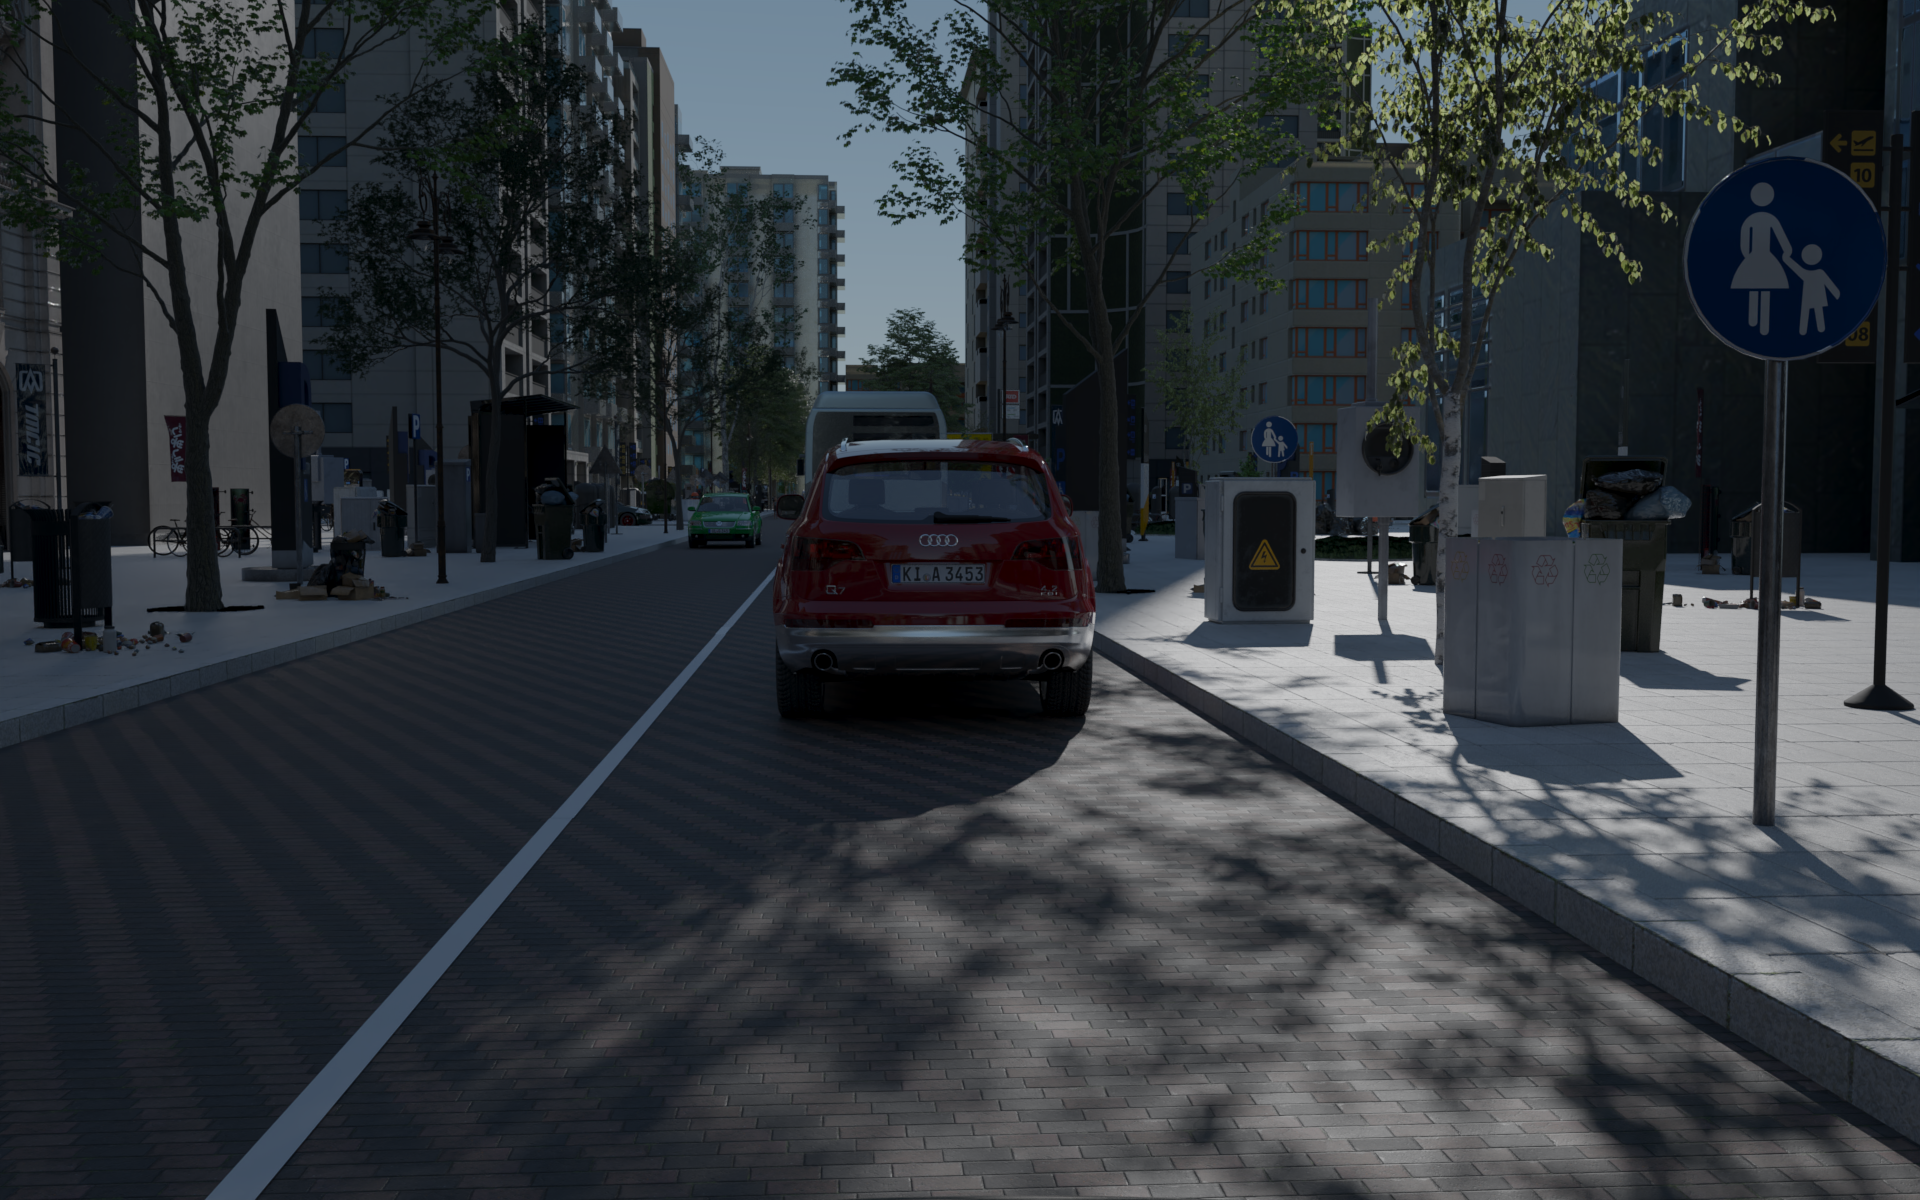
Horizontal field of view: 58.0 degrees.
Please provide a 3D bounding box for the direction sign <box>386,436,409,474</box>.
[{"bbox_3d":[-21.734,-4.588,67.005,0.876,3.537,0.379,0,4,3],"label":"direction sign"}]

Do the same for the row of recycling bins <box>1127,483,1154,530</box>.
[{"bbox_3d":[5.130,-3.333,61.609,3.534,1.692,1.069,-3,4,-36],"label":"row of recycling bins"}]

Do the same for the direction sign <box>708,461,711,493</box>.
[{"bbox_3d":[-17.133,-7.743,118.592,0.379,3.537,0.876,0,4,8],"label":"direction sign"}]

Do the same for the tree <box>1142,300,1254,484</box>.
[{"bbox_3d":[9.065,-7.108,66.578,4.737,8.622,4.395,0,3,0],"label":"tree"}]

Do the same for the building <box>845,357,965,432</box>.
[{"bbox_3d":[-2.704,-25.405,260.405,28.899,21.520,27.650,0,4,-4],"label":"building"}]

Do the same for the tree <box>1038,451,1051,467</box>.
[{"bbox_3d":[3.605,-5.145,78.724,1.663,3.219,1.824,0,3,0],"label":"tree"}]

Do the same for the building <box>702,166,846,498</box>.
[{"bbox_3d":[-32.174,-38.894,255.518,30.456,49.044,23.786,0,4,-4],"label":"building"}]

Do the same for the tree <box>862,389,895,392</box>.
[{"bbox_3d":[-5.846,-12.654,141.301,8.767,10.594,7.601,0,4,3],"label":"tree"}]

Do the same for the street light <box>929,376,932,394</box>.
[{"bbox_3d":[-1.143,-5.827,68.065,0.468,5.910,1.993,0,4,-4],"label":"street light"}]

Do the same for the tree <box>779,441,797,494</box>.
[{"bbox_3d":[-18.594,-14.266,183.618,4.737,8.622,4.395,0,3,0],"label":"tree"}]

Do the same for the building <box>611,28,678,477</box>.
[{"bbox_3d":[-35.649,-31.857,170.969,14.600,45.320,14.200,0,4,-4],"label":"building"}]

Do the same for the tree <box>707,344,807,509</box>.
[{"bbox_3d":[-15.293,-13.002,130.709,7.486,12.596,7.792,0,3,0],"label":"tree"}]

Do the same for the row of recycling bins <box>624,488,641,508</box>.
[{"bbox_3d":[-22.426,-6.749,117.456,1.069,1.692,3.534,-1,4,-22],"label":"row of recycling bins"}]

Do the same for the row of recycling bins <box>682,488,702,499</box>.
[{"bbox_3d":[-18.965,-7.075,122.786,1.069,1.692,3.534,1,4,13],"label":"row of recycling bins"}]

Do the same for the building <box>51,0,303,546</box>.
[{"bbox_3d":[-32.341,-15.576,48.171,24.014,27.812,14.314,0,4,-4],"label":"building"}]

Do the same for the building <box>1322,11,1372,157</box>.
[{"bbox_3d":[50.687,-50.222,259.376,20.611,71.187,20.563,0,4,-4],"label":"building"}]

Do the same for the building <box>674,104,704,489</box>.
[{"bbox_3d":[-46.622,-35.582,201.371,30.456,49.044,23.786,0,4,-4],"label":"building"}]

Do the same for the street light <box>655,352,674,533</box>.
[{"bbox_3d":[-9.606,-5.113,56.385,0.468,5.910,1.993,0,4,-4],"label":"street light"}]

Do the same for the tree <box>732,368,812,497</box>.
[{"bbox_3d":[-18.381,-16.125,170.299,9.857,13.997,8.962,0,3,0],"label":"tree"}]

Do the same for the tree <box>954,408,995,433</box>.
[{"bbox_3d":[1.281,-11.902,144.965,4.360,8.622,3.978,0,3,0],"label":"tree"}]

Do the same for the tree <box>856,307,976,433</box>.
[{"bbox_3d":[-2.743,-11.471,105.680,7.486,12.596,7.792,0,3,0],"label":"tree"}]

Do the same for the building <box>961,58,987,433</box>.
[{"bbox_3d":[14.872,-37.583,203.718,28.713,52.752,27.495,0,4,-4],"label":"building"}]

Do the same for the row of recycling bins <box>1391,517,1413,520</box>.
[{"bbox_3d":[21.119,-4.741,84.628,3.534,1.692,1.069,-3,5,-40],"label":"row of recycling bins"}]

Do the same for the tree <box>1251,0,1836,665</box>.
[{"bbox_3d":[3.876,-3.824,12.891,4.360,8.622,3.978,0,3,0],"label":"tree"}]

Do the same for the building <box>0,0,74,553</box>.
[{"bbox_3d":[-25.647,-11.353,27.418,13.314,21.916,24.055,0,4,-4],"label":"building"}]

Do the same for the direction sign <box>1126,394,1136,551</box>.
[{"bbox_3d":[3.685,-2.884,39.149,0.379,3.537,0.876,3,5,43],"label":"direction sign"}]

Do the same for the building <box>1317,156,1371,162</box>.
[{"bbox_3d":[41.633,-32.268,211.175,14.086,41.232,14.154,0,4,-4],"label":"building"}]

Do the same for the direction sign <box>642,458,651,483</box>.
[{"bbox_3d":[-19.679,-7.166,109.166,0.379,3.537,0.876,-2,4,-35],"label":"direction sign"}]

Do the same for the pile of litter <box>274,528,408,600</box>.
[{"bbox_3d":[-7.605,-0.443,21.209,1.719,0.858,1.176,2,4,31],"label":"pile of litter"}]

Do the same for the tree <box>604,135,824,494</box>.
[{"bbox_3d":[-14.027,-14.594,94.499,12.611,20.169,13.585,0,3,0],"label":"tree"}]

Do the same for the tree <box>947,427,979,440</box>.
[{"bbox_3d":[0.204,-3.381,49.886,1.663,3.219,1.824,0,3,0],"label":"tree"}]

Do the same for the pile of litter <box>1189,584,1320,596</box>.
[{"bbox_3d":[3.757,-0.514,22.365,1.176,0.858,1.719,-2,4,-33],"label":"pile of litter"}]

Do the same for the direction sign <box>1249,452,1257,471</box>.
[{"bbox_3d":[15.737,-6.192,93.237,0.379,3.537,0.876,-2,4,-24],"label":"direction sign"}]

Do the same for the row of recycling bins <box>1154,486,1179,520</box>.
[{"bbox_3d":[10.558,-4.933,87.770,3.534,1.692,1.069,1,4,10],"label":"row of recycling bins"}]

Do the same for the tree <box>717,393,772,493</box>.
[{"bbox_3d":[-14.966,-10.500,122.036,4.360,8.622,3.978,0,3,0],"label":"tree"}]

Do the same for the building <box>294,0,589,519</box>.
[{"bbox_3d":[-32.316,-40.317,97.437,20.563,71.187,20.611,0,4,-4],"label":"building"}]

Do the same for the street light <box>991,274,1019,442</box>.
[{"bbox_3d":[0.939,-3.900,36.549,0.468,5.910,1.993,0,4,-4],"label":"street light"}]

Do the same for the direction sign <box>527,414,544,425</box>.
[{"bbox_3d":[-12.060,-3.462,48.596,0.876,3.537,0.379,-3,5,-40],"label":"direction sign"}]

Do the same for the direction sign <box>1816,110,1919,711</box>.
[{"bbox_3d":[5.536,-1.121,10.330,0.876,3.537,0.379,0,4,-2],"label":"direction sign"}]

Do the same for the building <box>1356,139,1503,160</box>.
[{"bbox_3d":[56.772,-34.443,213.253,14.200,45.320,14.600,0,4,-4],"label":"building"}]

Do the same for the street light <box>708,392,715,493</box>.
[{"bbox_3d":[-10.995,-6.353,76.664,0.468,5.910,1.993,0,4,-4],"label":"street light"}]

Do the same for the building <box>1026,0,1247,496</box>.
[{"bbox_3d":[14.045,-42.295,129.780,20.563,71.187,20.611,0,4,-4],"label":"building"}]

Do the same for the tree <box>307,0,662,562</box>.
[{"bbox_3d":[-8.544,-5.988,32.318,7.601,10.594,8.767,-1,4,-9],"label":"tree"}]

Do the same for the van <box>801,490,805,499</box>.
[{"bbox_3d":[-13.636,-9.159,156.753,2.013,2.044,4.112,0,4,-4],"label":"van"}]

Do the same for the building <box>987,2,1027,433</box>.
[{"bbox_3d":[13.264,-38.750,175.567,21.231,58.520,28.212,0,4,-4],"label":"building"}]

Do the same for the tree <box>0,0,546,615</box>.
[{"bbox_3d":[-8.244,-5.693,18.838,9.928,11.665,9.643,0,3,0],"label":"tree"}]

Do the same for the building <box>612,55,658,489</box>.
[{"bbox_3d":[-35.407,-28.952,156.961,14.154,41.232,14.086,0,4,-4],"label":"building"}]

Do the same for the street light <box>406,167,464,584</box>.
[{"bbox_3d":[-7.430,-3.174,24.683,0.468,5.910,1.993,0,4,-4],"label":"street light"}]

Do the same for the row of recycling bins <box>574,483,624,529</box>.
[{"bbox_3d":[-13.570,-3.512,64.531,1.069,1.692,3.534,0,4,2],"label":"row of recycling bins"}]

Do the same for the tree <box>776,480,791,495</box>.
[{"bbox_3d":[-20.356,-12.611,200.789,1.663,3.219,1.824,0,3,0],"label":"tree"}]

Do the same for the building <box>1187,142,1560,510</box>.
[{"bbox_3d":[30.816,-15.894,104.914,28.899,21.520,27.650,0,4,-4],"label":"building"}]

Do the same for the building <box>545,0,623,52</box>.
[{"bbox_3d":[-37.639,-31.296,131.300,23.786,49.044,30.456,0,4,-4],"label":"building"}]

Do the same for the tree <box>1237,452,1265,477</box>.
[{"bbox_3d":[13.021,-5.159,78.944,1.663,3.219,1.824,0,3,0],"label":"tree"}]

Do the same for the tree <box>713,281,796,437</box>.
[{"bbox_3d":[-9.957,-7.788,61.754,8.767,10.594,7.601,0,4,-1],"label":"tree"}]

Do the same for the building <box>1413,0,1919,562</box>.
[{"bbox_3d":[24.638,-43.891,30.293,22.319,86.520,31.000,0,4,-4],"label":"building"}]

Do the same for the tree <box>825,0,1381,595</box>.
[{"bbox_3d":[1.819,-5.905,22.300,9.928,11.665,9.643,0,3,0],"label":"tree"}]

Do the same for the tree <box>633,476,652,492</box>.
[{"bbox_3d":[-23.981,-8.416,132.206,1.663,3.219,1.824,0,3,0],"label":"tree"}]
